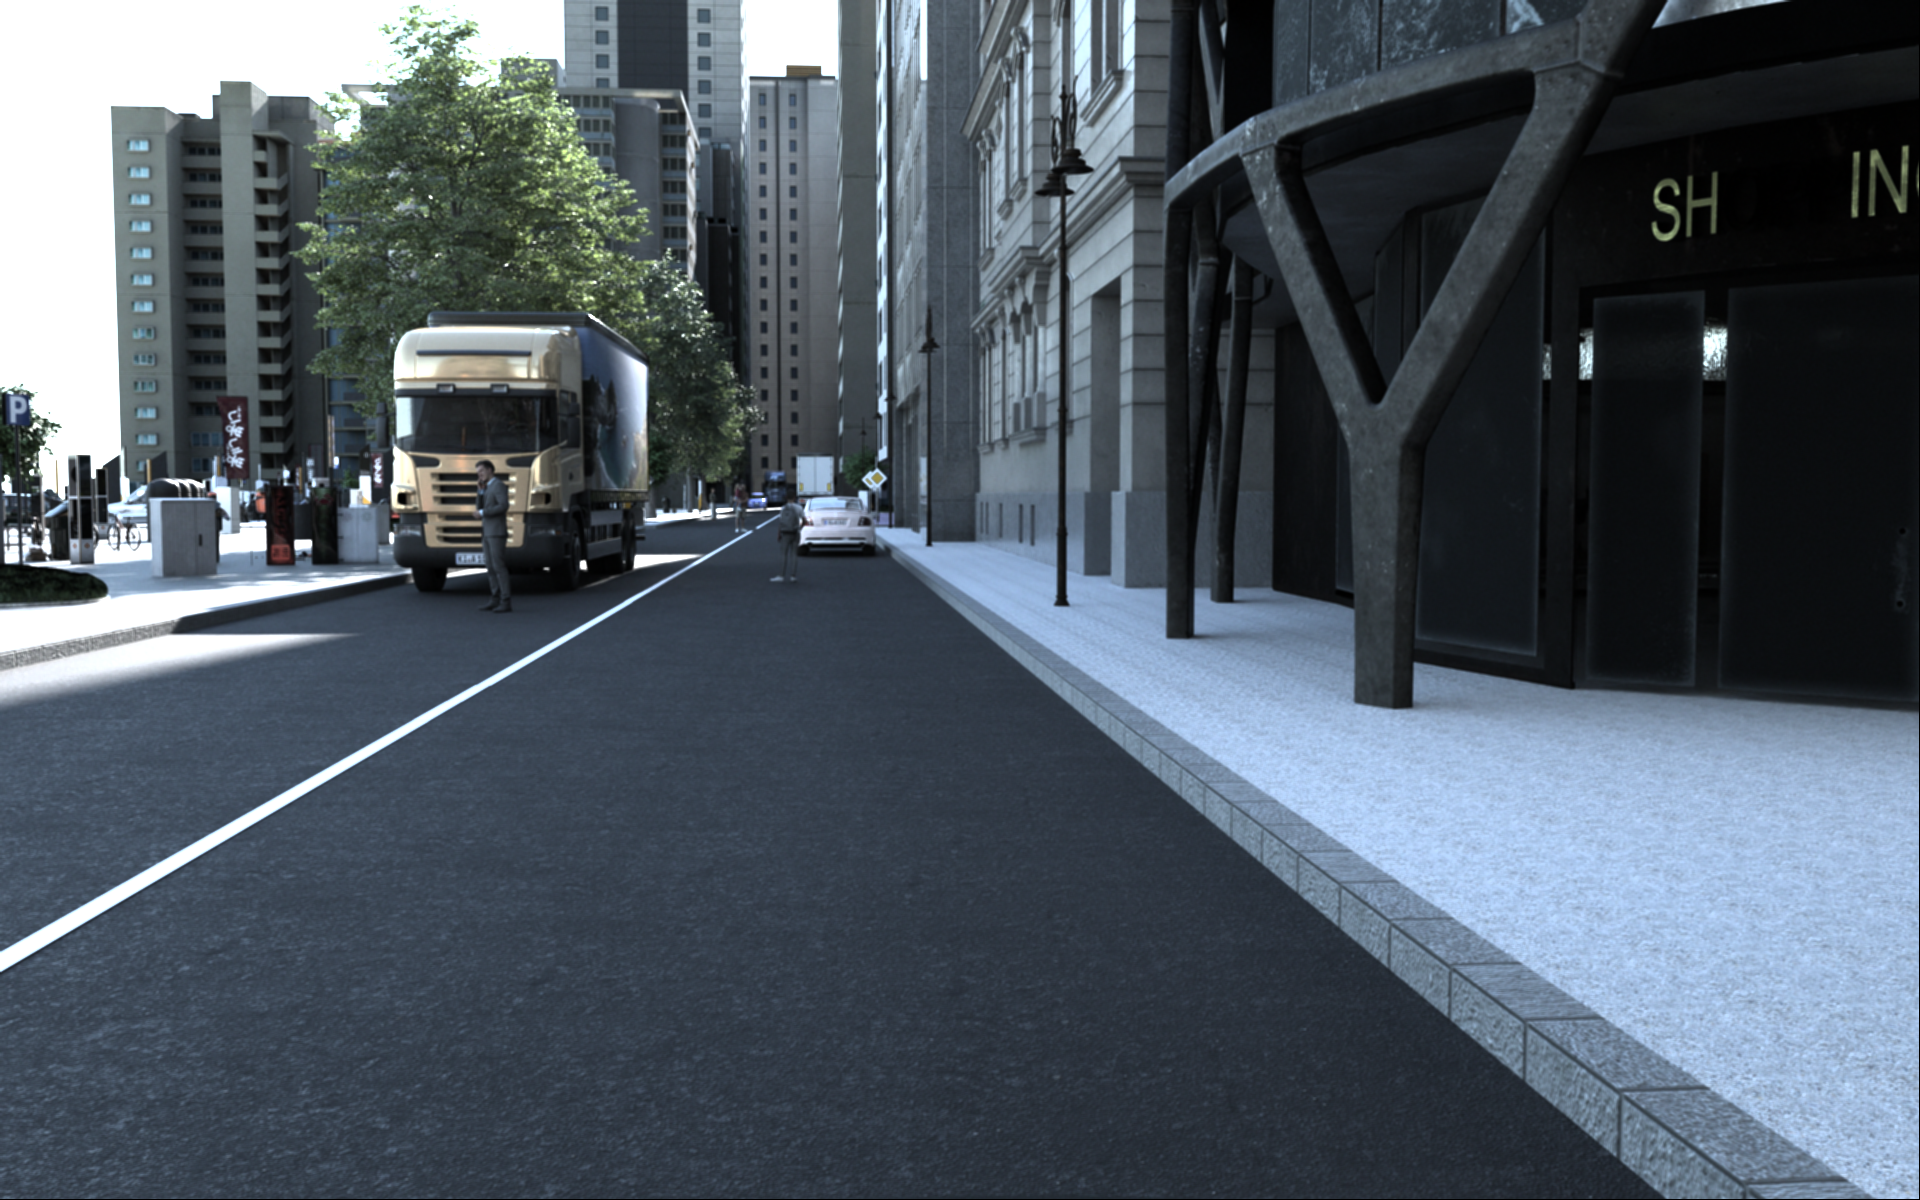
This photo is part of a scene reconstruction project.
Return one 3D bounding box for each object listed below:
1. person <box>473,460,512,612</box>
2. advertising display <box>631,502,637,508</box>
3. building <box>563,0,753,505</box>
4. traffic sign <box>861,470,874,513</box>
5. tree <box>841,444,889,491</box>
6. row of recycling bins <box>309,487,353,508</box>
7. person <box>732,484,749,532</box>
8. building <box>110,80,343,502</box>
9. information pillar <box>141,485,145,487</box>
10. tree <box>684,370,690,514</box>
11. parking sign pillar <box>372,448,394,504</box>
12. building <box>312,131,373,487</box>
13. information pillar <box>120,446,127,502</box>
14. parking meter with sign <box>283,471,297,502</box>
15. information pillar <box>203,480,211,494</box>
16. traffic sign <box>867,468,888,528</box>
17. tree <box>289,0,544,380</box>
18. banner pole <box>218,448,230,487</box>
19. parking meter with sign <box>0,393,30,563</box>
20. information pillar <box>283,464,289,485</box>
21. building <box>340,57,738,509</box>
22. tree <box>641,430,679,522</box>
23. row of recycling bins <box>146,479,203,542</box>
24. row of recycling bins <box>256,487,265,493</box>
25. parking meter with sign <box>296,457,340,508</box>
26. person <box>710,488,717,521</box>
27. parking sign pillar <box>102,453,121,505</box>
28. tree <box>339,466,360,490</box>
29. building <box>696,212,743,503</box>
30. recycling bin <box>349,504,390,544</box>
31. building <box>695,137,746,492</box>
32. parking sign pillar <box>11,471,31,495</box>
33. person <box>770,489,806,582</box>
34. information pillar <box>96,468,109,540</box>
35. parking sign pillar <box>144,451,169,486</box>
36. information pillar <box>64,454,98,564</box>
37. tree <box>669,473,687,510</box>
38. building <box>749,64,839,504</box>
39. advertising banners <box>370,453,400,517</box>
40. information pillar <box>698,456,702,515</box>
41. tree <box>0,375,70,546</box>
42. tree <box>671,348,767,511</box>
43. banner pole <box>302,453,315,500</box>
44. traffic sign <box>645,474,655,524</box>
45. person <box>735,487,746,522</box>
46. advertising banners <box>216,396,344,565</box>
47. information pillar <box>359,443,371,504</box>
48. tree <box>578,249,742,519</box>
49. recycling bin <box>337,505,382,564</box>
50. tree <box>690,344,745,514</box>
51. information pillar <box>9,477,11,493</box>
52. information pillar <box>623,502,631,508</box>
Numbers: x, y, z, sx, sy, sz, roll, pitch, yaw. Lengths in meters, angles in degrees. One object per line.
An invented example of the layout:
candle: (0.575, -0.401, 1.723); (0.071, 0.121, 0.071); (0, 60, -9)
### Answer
person: (-5.739, -0.786, 21.157); (0.447, 1.846, 0.655); (-2, 4, -35)
advertising display: (-18.987, -5.773, 99.607); (0.123, 1.923, 0.974); (2, 4, 34)
building: (-36.356, -47.308, 211.736); (20.611, 71.187, 20.563); (0, 4, -5)
traffic sign: (-3.808, -4.293, 73.827); (0.795, 2.450, 0.064); (0, 4, -5)
tree: (-6.176, -7.960, 113.859); (4.285, 4.588, 4.351); (0, 3, 0)
row of recycling bins: (-36.853, -5.792, 101.814); (3.534, 1.692, 1.069); (2, 4, 29)
person: (-8.306, -3.483, 65.414); (0.573, 1.828, 0.580); (2, 4, 25)
building: (-86.084, -35.697, 207.340); (21.600, 48.544, 21.300); (0, 4, -5)
information pillar: (-65.493, -8.226, 138.981); (0.304, 2.012, 0.304); (2, 4, 33)
tree: (-12.467, -8.069, 50.050); (7.486, 12.596, 7.792); (0, 3, 0)
parking sign pillar: (-32.306, -6.661, 97.382); (1.447, 3.967, 1.447); (0, 4, -3)
building: (-60.881, -33.899, 208.868); (28.867, 44.769, 22.147); (0, 4, -5)
information pillar: (-40.839, -5.703, 84.597); (0.504, 3.616, 0.183); (3, 5, 40)
parking meter with sign: (-49.794, -8.147, 129.466); (0.543, 3.016, 1.738); (1, 4, 13)
information pillar: (-39.685, -5.309, 91.292); (0.304, 2.012, 0.304); (-3, 5, -44)
traffic sign: (-3.147, -3.806, 65.869); (0.795, 2.450, 0.064); (0, 4, -5)
tree: (-11.805, -7.495, 40.666); (7.486, 12.596, 7.792); (0, 3, 0)
banner pole: (-40.036, -6.371, 94.182); (0.401, 3.779, 0.863); (2, 4, 32)
parking meter with sign: (-17.234, -2.089, 30.420); (1.738, 3.016, 0.543); (1, 4, 14)
information pillar: (-52.688, -8.812, 135.432); (0.504, 3.616, 0.183); (2, 4, 31)
building: (-36.967, -28.550, 158.667); (32.217, 40.220, 23.993); (0, 4, -5)
tree: (-14.585, -5.885, 79.941); (4.285, 4.588, 4.351); (0, 3, 0)
row of recycling bins: (-21.697, -2.502, 48.020); (1.069, 1.692, 3.534); (-1, 4, -12)
row of recycling bins: (-38.225, -5.410, 95.561); (1.069, 1.692, 3.534); (-2, 4, -26)
parking meter with sign: (-29.842, -5.171, 80.802); (1.738, 3.016, 0.543); (-3, 5, -45)
person: (-12.995, -5.037, 91.405); (0.362, 1.759, 0.519); (1, 4, 13)
parking sign pillar: (-53.845, -7.446, 110.218); (1.447, 3.967, 1.447); (0, 4, -3)
tree: (-40.986, -7.430, 116.085); (1.663, 3.219, 1.824); (0, 3, 0)
building: (-29.862, -24.897, 178.769); (14.160, 30.474, 14.107); (0, 4, -5)
recycling bin: (-15.065, -1.936, 44.206); (0.722, 1.027, 0.722); (2, 4, 29)
building: (-31.341, -31.132, 192.599); (14.154, 41.232, 14.086); (0, 4, -5)
parking sign pillar: (-71.211, -8.739, 131.358); (1.447, 3.967, 1.447); (-1, 4, -21)
person: (-2.810, -1.057, 28.373); (0.523, 1.515, 0.503); (3, 4, 37)
information pillar: (-24.147, -2.706, 48.731); (0.304, 2.012, 0.304); (-2, 4, -32)
parking sign pillar: (-49.862, -7.280, 107.503); (1.447, 3.967, 1.447); (-1, 4, -8)
information pillar: (-16.107, -1.666, 31.729); (0.304, 2.012, 0.304); (2, 4, 27)
tree: (-22.464, -11.703, 141.711); (4.360, 8.622, 3.978); (0, 3, 0)
building: (-30.988, -42.708, 240.273); (28.212, 58.520, 21.231); (0, 4, -5)
advertising banners: (-23.944, -4.729, 73.510); (2.074, 3.025, 0.090); (0, 4, -3)
information pillar: (-15.895, -7.004, 105.877); (0.183, 3.616, 0.504); (-1, 4, -19)
tree: (-23.977, -3.622, 42.929); (4.285, 4.588, 4.351); (0, 3, 0)
tree: (-19.448, -13.092, 131.059); (9.611, 12.733, 9.660); (0, 3, 0)
banner pole: (-39.398, -7.012, 104.666); (0.863, 3.779, 0.401); (0, 4, -6)
traffic sign: (-13.271, -4.246, 73.064); (0.795, 2.450, 0.064); (0, 4, -5)
person: (-11.182, -4.844, 87.877); (0.709, 1.800, 0.728); (2, 4, 26)
advertising banners: (-12.244, -2.142, 31.216); (2.074, 3.025, 0.090); (-1, 4, -19)
information pillar: (-27.233, -5.381, 79.340); (0.504, 3.616, 0.183); (-1, 4, -14)
tree: (-16.043, -11.147, 88.911); (9.857, 13.997, 8.962); (0, 3, 0)
recycling bin: (-11.199, -1.198, 32.144); (0.722, 1.027, 0.722); (-1, 4, -23)
tree: (-18.165, -11.959, 113.650); (7.486, 12.596, 7.792); (0, 3, 0)
information pillar: (-74.056, -8.794, 135.139); (0.504, 3.616, 0.183); (2, 4, 33)
information pillar: (-14.727, -5.212, 76.575); (0.183, 3.616, 0.504); (2, 4, 23)
